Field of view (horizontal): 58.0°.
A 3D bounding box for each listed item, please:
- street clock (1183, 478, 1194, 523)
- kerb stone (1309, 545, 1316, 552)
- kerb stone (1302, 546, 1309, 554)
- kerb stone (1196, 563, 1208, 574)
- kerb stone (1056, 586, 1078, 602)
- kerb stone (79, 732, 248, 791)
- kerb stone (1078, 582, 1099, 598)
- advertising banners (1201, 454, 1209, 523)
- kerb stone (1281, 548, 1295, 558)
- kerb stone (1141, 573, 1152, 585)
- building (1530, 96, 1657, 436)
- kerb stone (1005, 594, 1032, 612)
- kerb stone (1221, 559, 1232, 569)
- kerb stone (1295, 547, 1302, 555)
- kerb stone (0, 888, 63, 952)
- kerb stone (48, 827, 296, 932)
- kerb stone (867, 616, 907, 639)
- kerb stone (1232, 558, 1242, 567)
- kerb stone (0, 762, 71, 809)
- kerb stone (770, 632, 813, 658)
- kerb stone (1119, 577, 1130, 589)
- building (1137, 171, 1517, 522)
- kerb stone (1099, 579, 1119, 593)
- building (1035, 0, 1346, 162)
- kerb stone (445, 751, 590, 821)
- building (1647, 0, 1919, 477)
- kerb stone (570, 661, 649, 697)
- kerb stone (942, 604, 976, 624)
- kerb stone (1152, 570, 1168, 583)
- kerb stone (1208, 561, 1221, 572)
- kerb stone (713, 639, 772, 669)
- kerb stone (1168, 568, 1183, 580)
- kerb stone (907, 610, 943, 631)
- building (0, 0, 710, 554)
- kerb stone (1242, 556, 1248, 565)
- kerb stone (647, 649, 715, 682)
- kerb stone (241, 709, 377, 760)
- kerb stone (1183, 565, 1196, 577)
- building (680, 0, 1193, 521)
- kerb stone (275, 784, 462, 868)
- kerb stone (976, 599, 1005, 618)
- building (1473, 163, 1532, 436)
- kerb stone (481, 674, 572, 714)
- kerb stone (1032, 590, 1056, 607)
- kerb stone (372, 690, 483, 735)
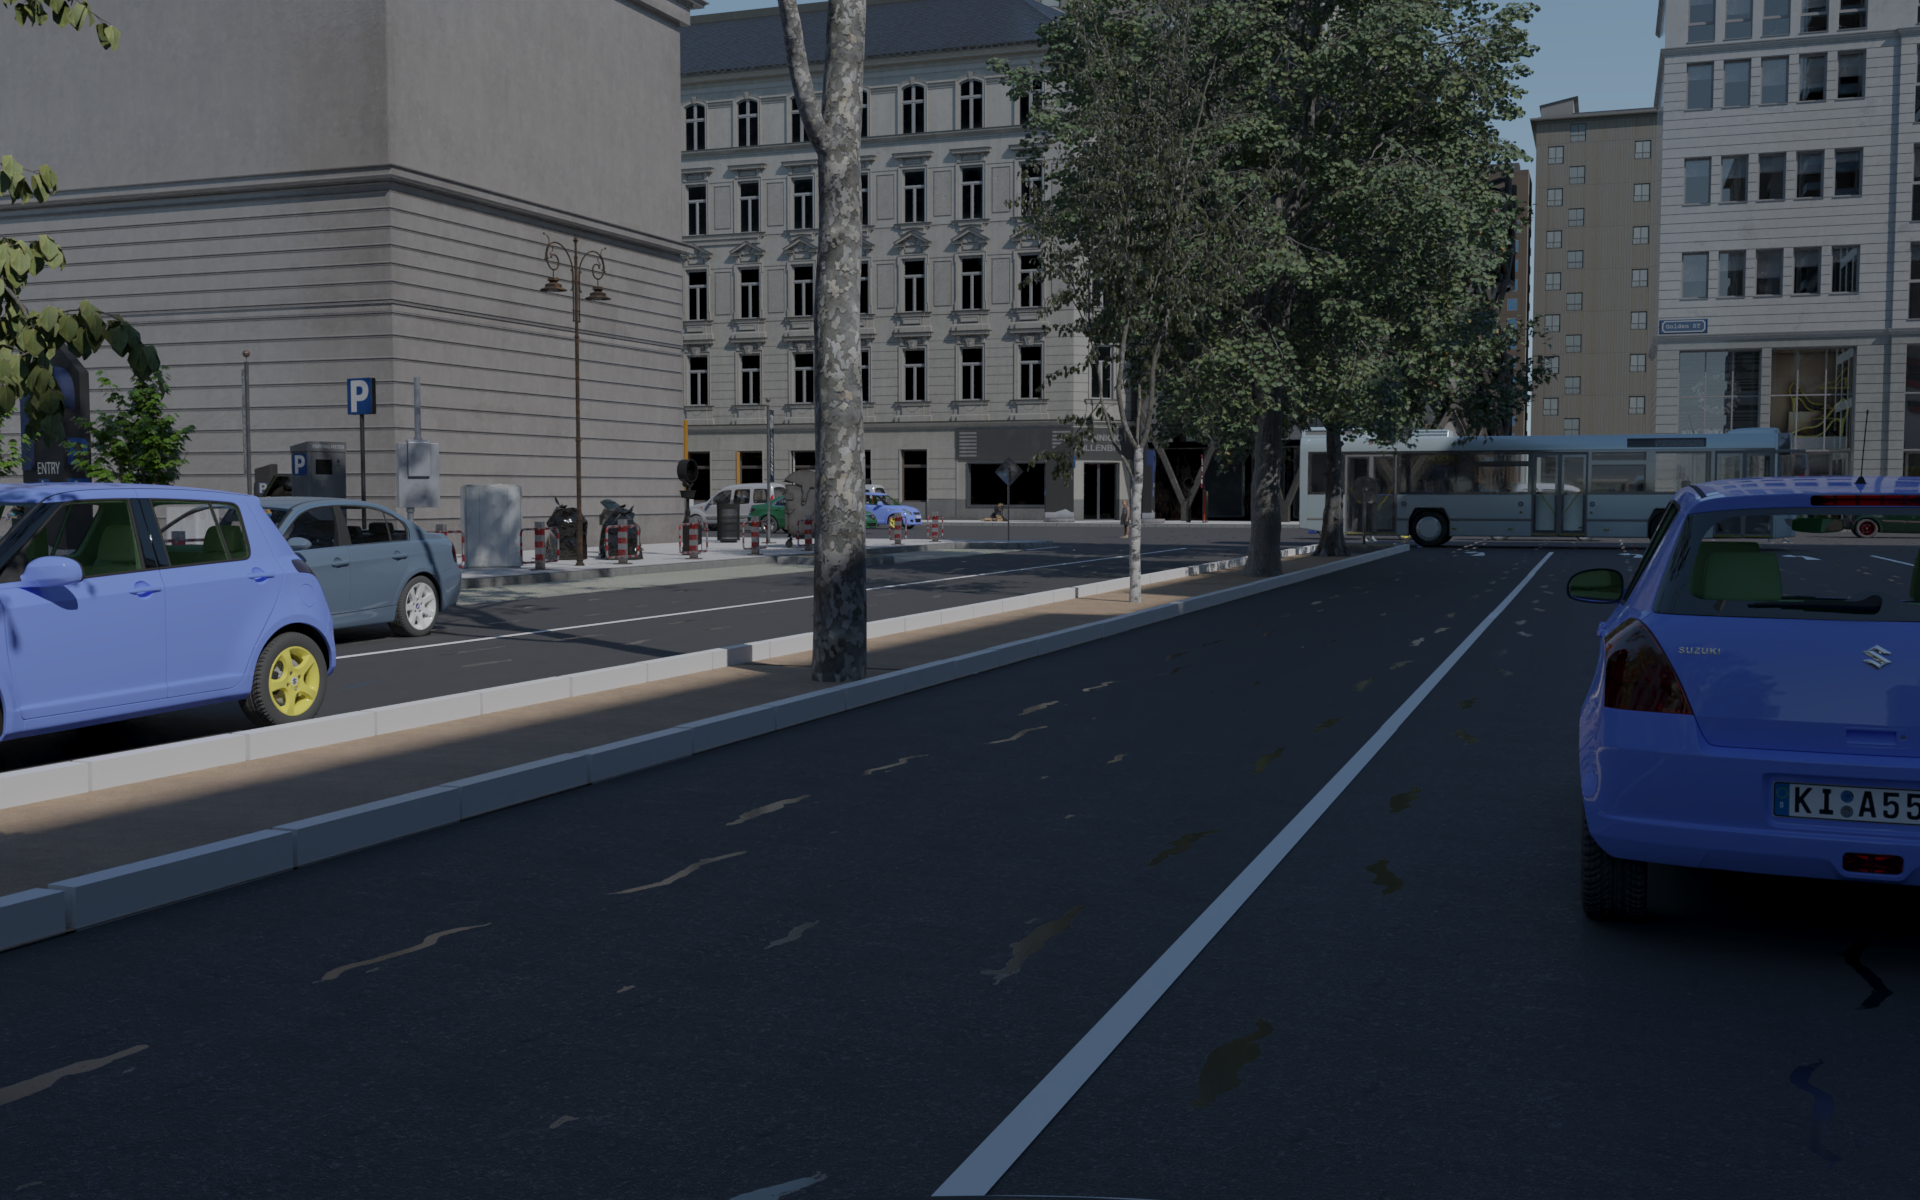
[{"bbox_3d":[10.242,-4.467,77.599,0.471,2.002,0.358,0,4,-2],"label":"street clock"},{"bbox_3d":[8.545,-1.246,42.570,0.120,0.150,1.000,1,4,20],"label":"kerb stone"},{"bbox_3d":[8.188,-1.182,41.590,0.120,0.150,1.000,1,4,20],"label":"kerb stone"},{"bbox_3d":[4.233,-0.538,30.987,0.120,0.150,1.000,1,4,20],"label":"kerb stone"},{"bbox_3d":[1.354,-0.064,23.243,0.120,0.150,1.000,1,4,20],"label":"kerb stone"},{"bbox_3d":[-4.039,0.820,8.784,0.120,0.150,1.000,1,4,20],"label":"kerb stone"},{"bbox_3d":[1.714,-0.121,24.205,0.120,0.150,1.000,1,4,20],"label":"kerb stone"},{"bbox_3d":[10.865,-4.943,77.009,0.090,3.025,2.074,1,4,17],"label":"advertising banners"},{"bbox_3d":[7.471,-1.068,39.663,0.120,0.150,1.000,1,4,20],"label":"kerb stone"},{"bbox_3d":[2.788,-0.298,27.106,0.120,0.150,1.000,1,4,20],"label":"kerb stone"},{"bbox_3d":[91.687,-39.455,234.334,27.495,52.752,28.713,1,4,20],"label":"building"},{"bbox_3d":[0.637,0.054,21.319,0.120,0.150,1.000,1,4,20],"label":"kerb stone"},{"bbox_3d":[4.961,-0.656,32.915,0.120,0.150,1.000,1,4,20],"label":"kerb stone"},{"bbox_3d":[7.829,-1.127,40.629,0.120,0.150,1.000,1,4,20],"label":"kerb stone"},{"bbox_3d":[-3.145,1.049,5.194,0.120,0.150,1.000,1,4,20],"label":"kerb stone"},{"bbox_3d":[-2.774,0.984,6.156,0.120,0.150,1.000,1,4,20],"label":"kerb stone"},{"bbox_3d":[-0.808,0.290,17.460,0.120,0.150,1.000,1,4,20],"label":"kerb stone"},{"bbox_3d":[5.318,-0.709,33.878,0.120,0.150,1.000,1,4,20],"label":"kerb stone"},{"bbox_3d":[-4.393,0.879,7.820,0.120,0.150,1.000,1,4,20],"label":"kerb stone"},{"bbox_3d":[-1.524,0.408,15.529,0.120,0.150,1.000,1,4,20],"label":"kerb stone"},{"bbox_3d":[2.422,-0.241,26.137,0.120,0.150,1.000,1,4,20],"label":"kerb stone"},{"bbox_3d":[18.583,-13.332,85.425,16.811,18.784,16.820,1,4,20],"label":"building"},{"bbox_3d":[2.078,-0.182,25.169,0.120,0.150,1.000,1,4,20],"label":"kerb stone"},{"bbox_3d":[20.599,-34.567,154.414,28.713,52.752,27.495,1,4,20],"label":"building"},{"bbox_3d":[-2.066,0.863,8.082,0.120,0.150,1.000,1,4,20],"label":"kerb stone"},{"bbox_3d":[45.026,-18.032,72.313,29.804,29.767,11.434,1,4,20],"label":"building"},{"bbox_3d":[-2.601,0.586,12.644,0.120,0.150,1.000,1,4,20],"label":"kerb stone"},{"bbox_3d":[-0.080,0.172,19.389,0.120,0.150,1.000,1,4,20],"label":"kerb stone"},{"bbox_3d":[3.154,-0.358,28.072,0.120,0.150,1.000,1,4,20],"label":"kerb stone"},{"bbox_3d":[4.601,-0.597,31.954,0.120,0.150,1.000,1,4,20],"label":"kerb stone"},{"bbox_3d":[-1.887,0.466,14.569,0.120,0.150,1.000,1,4,20],"label":"kerb stone"},{"bbox_3d":[3.516,-0.419,29.047,0.120,0.150,1.000,1,4,20],"label":"kerb stone"},{"bbox_3d":[-0.442,0.231,18.420,0.120,0.150,1.000,1,4,20],"label":"kerb stone"},{"bbox_3d":[-20.182,-12.364,43.948,24.055,21.916,13.314,1,4,20],"label":"building"},{"bbox_3d":[5.675,-0.771,34.848,0.120,0.150,1.000,1,4,20],"label":"kerb stone"},{"bbox_3d":[-2.242,0.525,13.606,0.120,0.150,1.000,1,4,20],"label":"kerb stone"},{"bbox_3d":[-3.677,0.761,9.746,0.120,0.150,1.000,1,4,20],"label":"kerb stone"},{"bbox_3d":[3.874,-0.477,30.024,0.120,0.150,1.000,1,4,20],"label":"kerb stone"},{"bbox_3d":[-9.840,-19.550,96.054,44.131,29.872,17.030,1,4,20],"label":"building"},{"bbox_3d":[-2.416,0.922,7.117,0.120,0.150,1.000,1,4,20],"label":"kerb stone"},{"bbox_3d":[0.277,0.113,20.355,0.120,0.150,1.000,1,4,20],"label":"kerb stone"},{"bbox_3d":[69.481,-35.752,234.659,14.200,45.320,14.600,1,4,20],"label":"building"},{"bbox_3d":[-2.965,0.643,11.675,0.120,0.150,1.000,1,4,20],"label":"kerb stone"},{"bbox_3d":[0.992,-0.005,22.283,0.120,0.150,1.000,1,4,20],"label":"kerb stone"},{"bbox_3d":[-3.321,0.703,10.709,0.120,0.150,1.000,1,4,20],"label":"kerb stone"}]
